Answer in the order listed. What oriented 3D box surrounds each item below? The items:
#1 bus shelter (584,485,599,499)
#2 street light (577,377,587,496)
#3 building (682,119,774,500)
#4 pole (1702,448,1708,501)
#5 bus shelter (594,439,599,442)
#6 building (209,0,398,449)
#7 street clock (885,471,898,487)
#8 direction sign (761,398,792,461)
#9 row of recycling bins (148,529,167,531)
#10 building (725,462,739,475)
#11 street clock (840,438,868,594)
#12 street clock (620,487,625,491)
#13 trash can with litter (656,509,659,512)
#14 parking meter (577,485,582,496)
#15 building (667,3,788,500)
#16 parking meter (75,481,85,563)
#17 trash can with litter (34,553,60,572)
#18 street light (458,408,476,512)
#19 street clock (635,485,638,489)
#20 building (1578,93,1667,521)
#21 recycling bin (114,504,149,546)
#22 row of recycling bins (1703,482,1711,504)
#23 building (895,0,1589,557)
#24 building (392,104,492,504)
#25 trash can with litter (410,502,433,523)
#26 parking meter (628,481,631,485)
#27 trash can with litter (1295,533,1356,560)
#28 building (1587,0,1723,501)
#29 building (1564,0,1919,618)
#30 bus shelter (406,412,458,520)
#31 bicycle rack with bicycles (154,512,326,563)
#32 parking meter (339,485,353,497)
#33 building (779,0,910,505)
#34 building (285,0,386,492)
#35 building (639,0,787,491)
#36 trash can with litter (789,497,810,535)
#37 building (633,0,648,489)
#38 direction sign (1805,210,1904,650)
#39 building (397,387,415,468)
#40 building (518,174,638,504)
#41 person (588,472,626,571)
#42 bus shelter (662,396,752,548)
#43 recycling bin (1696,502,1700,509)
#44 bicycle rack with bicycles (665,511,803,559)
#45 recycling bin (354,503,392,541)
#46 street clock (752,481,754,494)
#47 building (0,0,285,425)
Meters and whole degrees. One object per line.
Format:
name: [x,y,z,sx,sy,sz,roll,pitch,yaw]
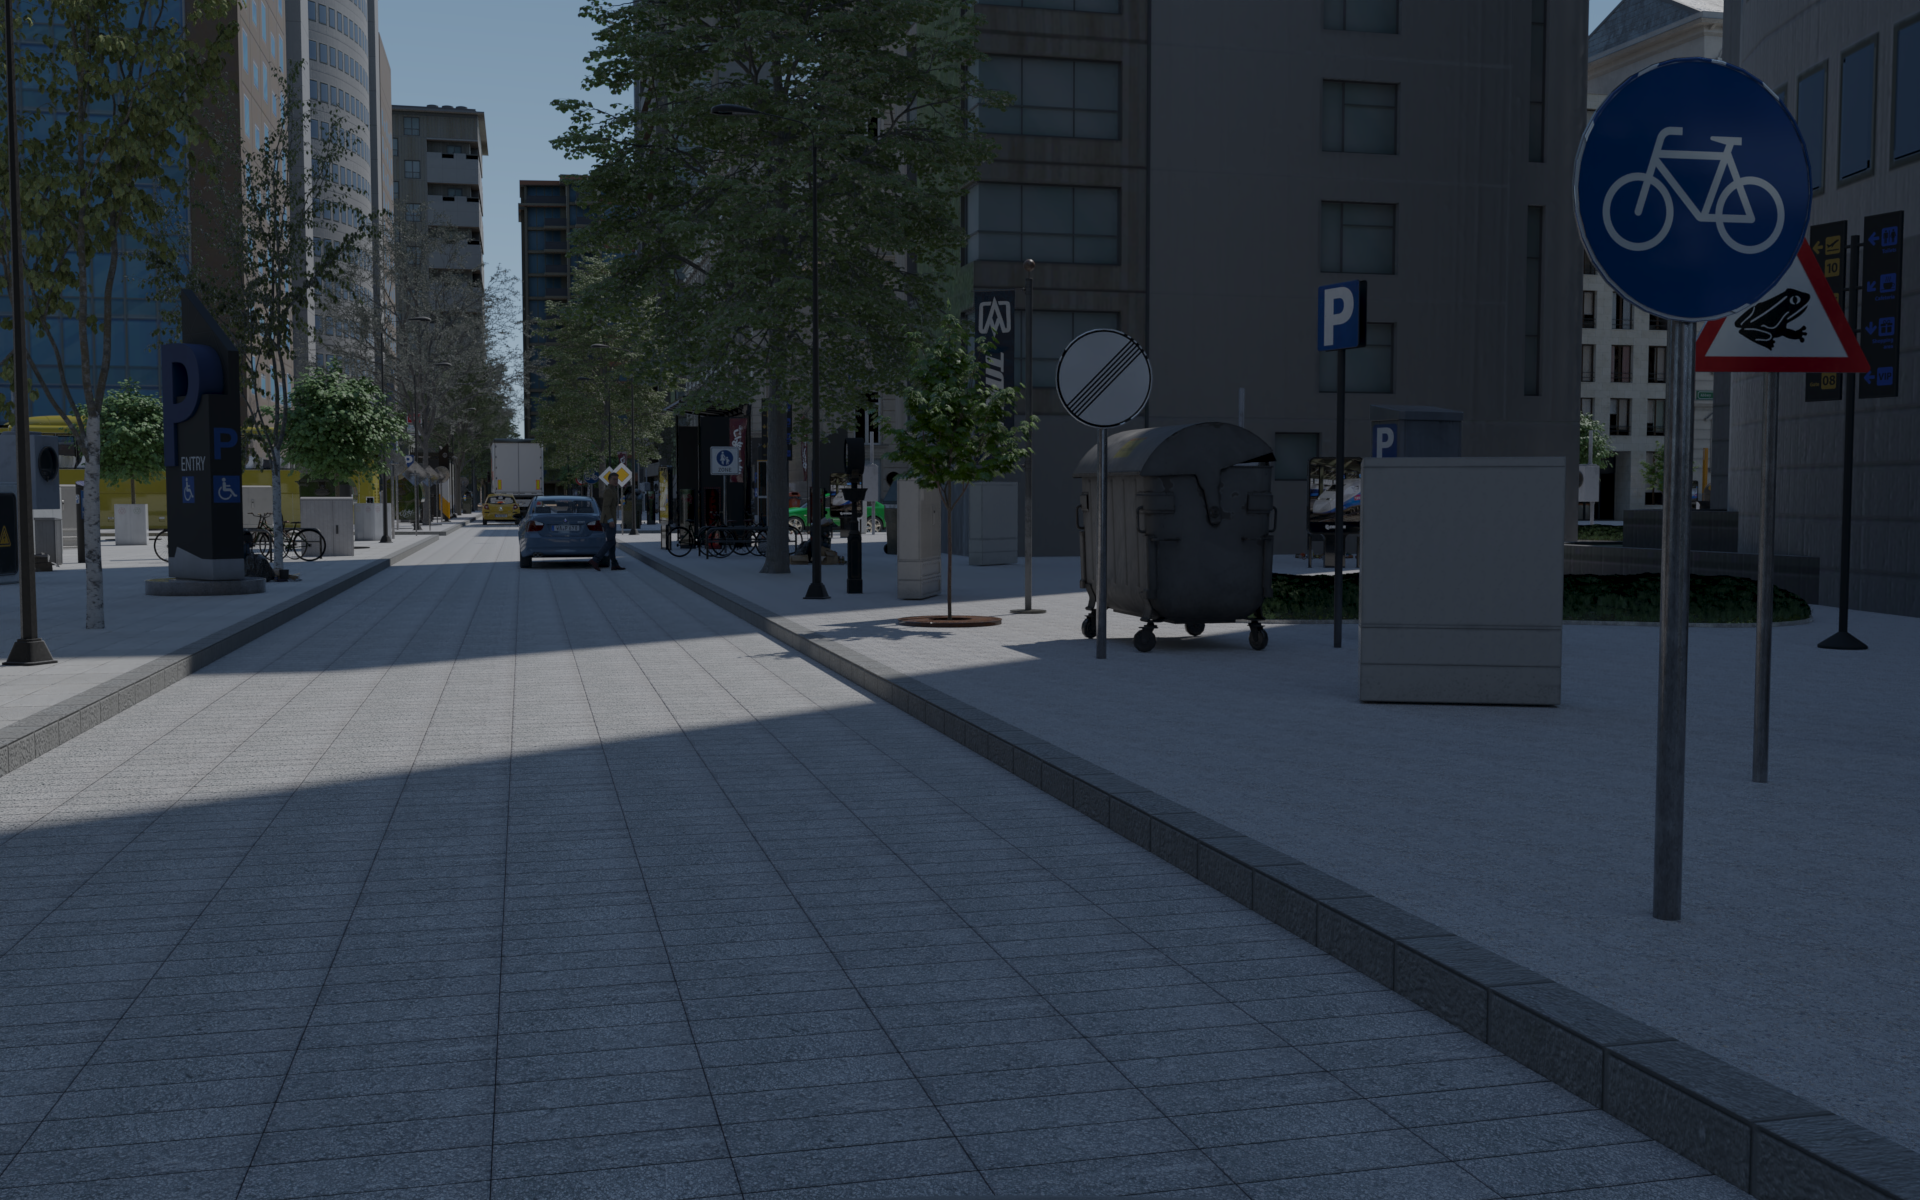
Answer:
bus shelter: [-22.496,-7.030,106.227,1.731,3.624,6.357,-1,4,-14]
street light: [-14.518,-5.904,69.072,1.470,5.913,1.316,-1,4,-14]
building: [-8.754,-20.880,117.808,17.030,29.872,44.131,-1,4,-14]
pole: [32.967,-5.066,76.670,0.158,3.312,0.155,0,3,0]
bus shelter: [-26.310,-8.960,124.122,2.179,5.291,8.768,-1,4,-14]
building: [-61.346,-31.449,164.297,14.600,45.320,14.200,-1,4,-14]
street clock: [-2.134,-3.107,55.370,0.471,2.002,0.358,-1,4,-9]
direction sign: [-4.304,-2.982,40.758,0.876,3.537,0.379,2,4,31]
row of recycling bins: [-28.074,-3.358,62.010,1.069,1.692,3.534,1,4,12]
building: [-24.452,-28.527,238.121,14.107,30.474,14.160,-1,4,-14]
street clock: [-1.360,-1.085,22.309,0.358,2.002,0.471,-1,4,-10]
street clock: [-25.472,-7.813,132.314,0.358,2.002,0.471,3,5,44]
trash can with litter: [-20.217,-6.437,116.640,1.055,1.170,0.624,0,4,-2]
parking meter: [-25.583,-6.789,116.705,0.255,1.863,0.399,1,4,18]
building: [-17.876,-28.402,147.964,14.154,41.232,14.086,-1,4,-14]
parking meter: [-16.270,-1.461,32.304,0.372,1.533,0.369,0,3,0]
trash can with litter: [-15.501,-1.052,28.585,1.055,1.170,0.624,-3,4,-38]
street light: [-26.859,-7.410,93.690,1.470,5.913,1.316,-1,4,-14]
street clock: [-25.499,-8.015,135.608,0.471,2.002,0.358,-2,4,-24]
building: [24.989,-14.081,84.974,16.860,20.320,10.420,-1,4,-14]
recycling bin: [-20.832,-1.896,43.557,0.722,1.027,0.722,-1,4,-22]
row of recycling bins: [22.509,-2.559,48.946,1.069,1.692,3.534,-1,4,-23]
building: [5.406,-21.927,42.098,14.154,41.232,14.086,-1,4,-14]
building: [-75.272,-39.368,232.911,27.495,52.752,28.713,-1,4,-14]
trash can with litter: [-23.587,-3.925,75.568,0.624,1.170,1.055,3,5,41]
parking meter: [-15.022,-4.447,78.426,0.255,1.863,0.399,-1,4,-9]
trash can with litter: [7.594,-1.439,34.591,2.233,1.210,1.678,-1,4,-16]
building: [44.296,-18.557,90.792,23.554,28.519,14.401,-1,4,-14]
building: [20.574,-28.953,15.379,21.231,58.520,28.212,-1,4,-14]
bus shelter: [-26.748,-6.744,87.889,2.179,5.291,8.768,-1,4,-14]
bicycle rack with bicycles: [-13.483,-1.216,33.262,2.925,0.926,2.852,1,4,11]
parking meter: [-16.510,-2.332,46.546,0.372,1.533,0.369,0,3,0]
building: [4.653,-17.268,79.602,25.104,27.353,12.463,-1,4,-14]
building: [-59.501,-36.687,141.836,21.231,58.520,28.212,-1,4,-14]
building: [-19.069,-33.175,166.111,21.300,48.544,21.600,-1,4,-14]
trash can with litter: [-5.018,-2.693,55.093,2.233,1.210,1.678,-3,4,-38]
building: [-24.959,-39.631,189.962,21.231,58.520,28.212,-1,4,-14]
direction sign: [7.349,-1.365,14.315,0.379,3.537,0.876,-1,4,-22]
building: [-74.446,-53.112,181.054,31.000,86.520,22.319,-1,4,-14]
building: [-46.730,-35.554,235.930,28.867,44.769,22.147,-1,4,-14]
person: [-6.559,-1.464,32.340,0.656,1.842,0.836,3,5,45]
bus shelter: [-6.536,-3.262,44.618,1.731,3.624,6.357,-1,4,-14]
recycling bin: [24.326,-2.666,56.150,0.722,1.027,0.722,3,4,38]
bicycle rack with bicycles: [-4.510,-1.335,35.216,2.925,0.926,2.852,-1,4,-12]
recycling bin: [-16.197,-2.154,47.777,0.722,1.027,0.722,2,4,25]
street clock: [-10.880,-5.379,92.521,0.358,2.002,0.471,3,5,44]
building: [-35.810,-25.721,70.652,14.600,45.320,14.200,-1,4,-14]
